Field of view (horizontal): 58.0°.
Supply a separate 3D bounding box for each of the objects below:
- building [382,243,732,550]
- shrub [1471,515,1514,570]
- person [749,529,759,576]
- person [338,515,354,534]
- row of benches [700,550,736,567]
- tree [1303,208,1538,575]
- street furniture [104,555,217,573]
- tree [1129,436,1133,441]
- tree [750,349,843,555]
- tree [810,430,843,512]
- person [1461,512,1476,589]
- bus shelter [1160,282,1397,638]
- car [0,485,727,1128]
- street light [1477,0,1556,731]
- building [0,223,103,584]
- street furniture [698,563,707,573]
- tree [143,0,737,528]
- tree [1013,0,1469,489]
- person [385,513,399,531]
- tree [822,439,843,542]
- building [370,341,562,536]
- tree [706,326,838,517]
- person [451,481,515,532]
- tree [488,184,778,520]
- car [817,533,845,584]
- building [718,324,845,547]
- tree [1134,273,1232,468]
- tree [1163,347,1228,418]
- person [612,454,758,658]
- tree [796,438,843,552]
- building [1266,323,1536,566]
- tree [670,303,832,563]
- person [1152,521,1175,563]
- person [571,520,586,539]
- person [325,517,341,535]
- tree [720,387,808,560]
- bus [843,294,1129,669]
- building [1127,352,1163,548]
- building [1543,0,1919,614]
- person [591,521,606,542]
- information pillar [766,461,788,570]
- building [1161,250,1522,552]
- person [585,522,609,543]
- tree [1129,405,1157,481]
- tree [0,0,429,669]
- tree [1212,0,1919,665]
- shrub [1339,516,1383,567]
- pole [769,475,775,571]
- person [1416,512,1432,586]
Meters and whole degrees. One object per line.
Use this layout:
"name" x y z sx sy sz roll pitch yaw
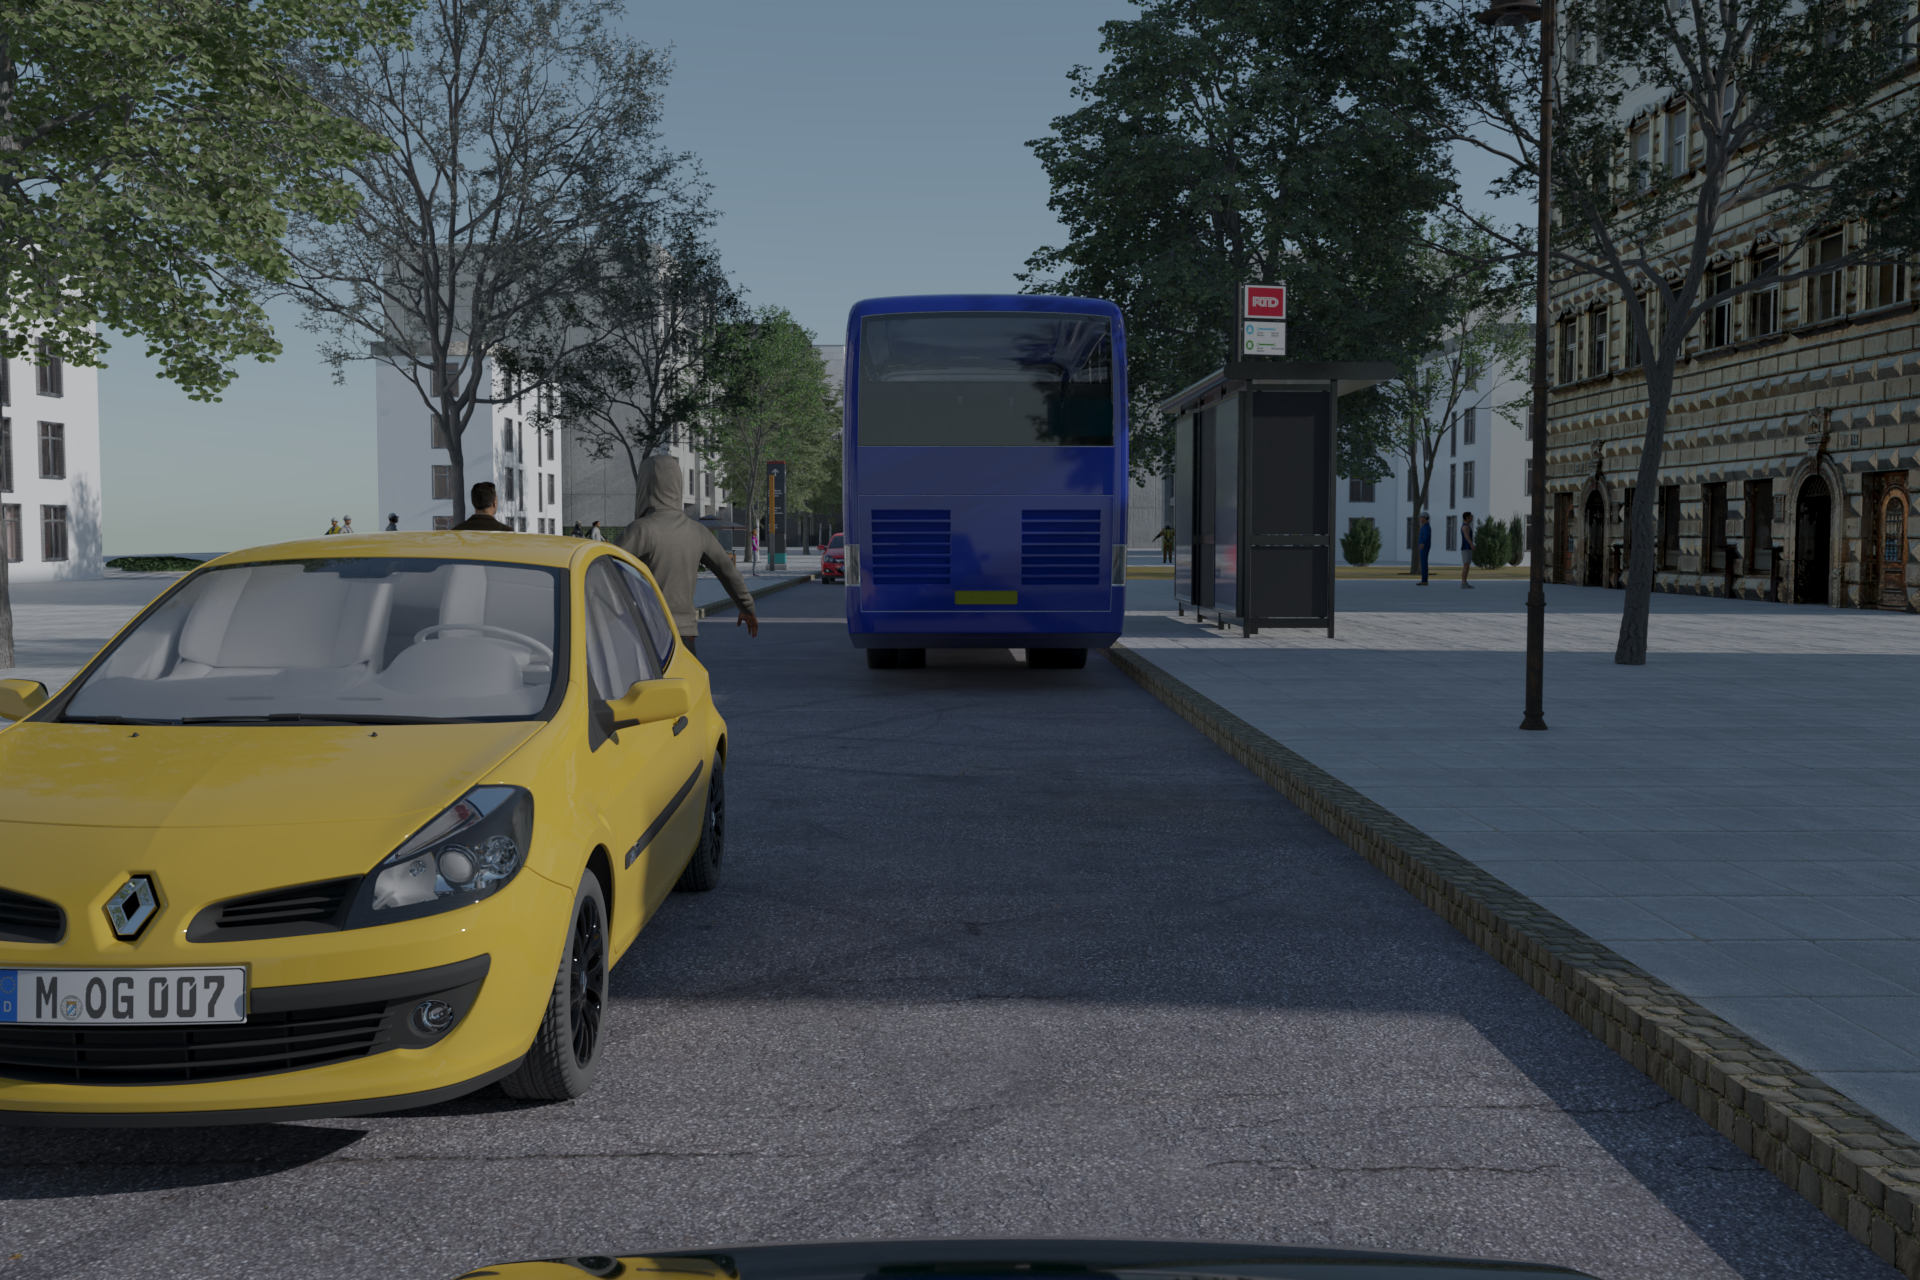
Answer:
"building" -26.563 -15.588 121.322 16.747 18.905 31.486 0 4 0
"shrub" 19.144 -3.548 62.427 1.690 2.028 1.600 0 3 0
"person" -6.218 -2.675 53.004 0.599 1.433 0.991 0 4 -7
"person" -18.222 -2.799 51.619 0.705 1.847 1.347 1 4 13
"row of benches" -9.733 -2.973 64.064 1.422 0.672 4.104 2 4 33
"tree" 14.584 -7.872 54.460 9.928 11.665 9.643 0 3 0
"street furniture" -27.555 -2.849 62.203 5.734 0.657 10.072 -2 4 -26
"tree" 5.634 -7.703 76.309 4.737 8.622 4.395 0 3 0
"tree" -9.523 -11.493 106.034 7.486 12.596 7.792 0 3 0
"tree" -10.135 -13.275 151.451 7.601 10.594 8.767 -2 4 -24
"person" 11.964 -2.118 40.798 0.704 1.807 1.345 1 4 11
"bus shelter" 4.220 -2.922 25.400 2.179 5.291 8.768 0 4 -1
"car" -1.797 0.283 5.597 2.015 1.641 3.980 0 4 -1
"street light" 3.773 -2.350 11.215 0.468 5.910 1.993 0 3 0
"building" -25.268 -5.706 35.443 9.099 9.664 28.070 0 4 0
"street furniture" -10.578 -2.317 53.510 5.734 0.657 10.072 0 4 -2
"tree" -9.313 -7.428 31.822 12.009 13.543 11.850 0 3 0
"tree" 5.864 -7.890 35.652 9.857 13.997 8.962 0 3 0
"person" -15.171 -2.483 46.444 0.704 1.849 1.345 -2 4 -32
"tree" -9.572 -11.032 130.741 4.737 8.622 4.395 0 3 0
"building" -25.036 -9.018 89.587 9.099 9.664 28.070 0 4 -1
"tree" -10.277 -10.742 93.764 7.486 12.596 7.792 0 3 0
"person" -3.408 -0.240 12.515 1.346 1.812 0.704 1 4 11
"tree" -8.894 -6.874 46.810 8.767 10.594 7.601 0 4 3
"car" -3.114 -2.575 51.138 2.155 1.783 4.494 0 4 -1
"building" -26.392 -20.848 184.841 27.936 21.610 32.646 0 4 0
"tree" 6.200 -5.940 47.474 4.360 8.622 3.978 0 3 0
"tree" 9.040 -6.935 63.743 4.360 8.622 3.978 0 3 0
"person" -1.464 0.011 8.400 0.705 1.813 1.348 3 5 43
"tree" -9.780 -10.418 120.689 4.360 8.622 3.978 0 3 0
"building" 21.654 -8.620 83.078 9.099 9.664 28.070 0 4 -1
"tree" -9.324 -9.261 77.173 9.928 11.665 9.643 0 3 0
"person" 9.187 -4.333 76.621 1.354 1.858 0.705 0 4 0
"person" -16.002 -4.093 72.694 0.705 1.856 1.354 1 4 15
"person" -20.773 -3.153 57.518 1.349 1.833 0.705 1 4 22
"tree" -10.133 -8.202 84.465 4.360 8.622 3.978 0 3 0
"bus" 0.131 -1.818 21.278 2.896 3.916 12.251 0 4 -1
"building" 22.254 -19.002 177.144 16.747 18.905 31.486 0 3 0
"building" 24.411 -12.518 35.606 19.493 23.208 18.063 0 4 0
"person" -14.295 -3.801 68.335 0.705 1.806 1.347 0 4 8
"information pillar" -6.533 -4.424 61.712 0.750 3.857 0.750 0 4 -1
"building" 24.061 -15.302 116.649 16.747 18.905 31.486 0 4 -1
"person" -16.096 -4.288 76.333 1.346 1.802 0.704 1 4 22
"tree" 5.979 -9.441 88.771 8.767 10.594 7.601 0 4 0
"tree" -8.943 -6.014 16.448 7.486 12.596 7.792 0 3 0
"tree" 6.638 -5.016 16.424 8.767 10.594 7.601 0 4 -7
"shrub" 15.781 -3.897 68.139 1.690 2.028 1.600 0 3 0
"pole" -6.509 -4.042 59.936 0.158 3.312 0.155 0 3 0
"person" 11.571 -2.286 43.260 0.705 1.842 1.347 1 4 13
